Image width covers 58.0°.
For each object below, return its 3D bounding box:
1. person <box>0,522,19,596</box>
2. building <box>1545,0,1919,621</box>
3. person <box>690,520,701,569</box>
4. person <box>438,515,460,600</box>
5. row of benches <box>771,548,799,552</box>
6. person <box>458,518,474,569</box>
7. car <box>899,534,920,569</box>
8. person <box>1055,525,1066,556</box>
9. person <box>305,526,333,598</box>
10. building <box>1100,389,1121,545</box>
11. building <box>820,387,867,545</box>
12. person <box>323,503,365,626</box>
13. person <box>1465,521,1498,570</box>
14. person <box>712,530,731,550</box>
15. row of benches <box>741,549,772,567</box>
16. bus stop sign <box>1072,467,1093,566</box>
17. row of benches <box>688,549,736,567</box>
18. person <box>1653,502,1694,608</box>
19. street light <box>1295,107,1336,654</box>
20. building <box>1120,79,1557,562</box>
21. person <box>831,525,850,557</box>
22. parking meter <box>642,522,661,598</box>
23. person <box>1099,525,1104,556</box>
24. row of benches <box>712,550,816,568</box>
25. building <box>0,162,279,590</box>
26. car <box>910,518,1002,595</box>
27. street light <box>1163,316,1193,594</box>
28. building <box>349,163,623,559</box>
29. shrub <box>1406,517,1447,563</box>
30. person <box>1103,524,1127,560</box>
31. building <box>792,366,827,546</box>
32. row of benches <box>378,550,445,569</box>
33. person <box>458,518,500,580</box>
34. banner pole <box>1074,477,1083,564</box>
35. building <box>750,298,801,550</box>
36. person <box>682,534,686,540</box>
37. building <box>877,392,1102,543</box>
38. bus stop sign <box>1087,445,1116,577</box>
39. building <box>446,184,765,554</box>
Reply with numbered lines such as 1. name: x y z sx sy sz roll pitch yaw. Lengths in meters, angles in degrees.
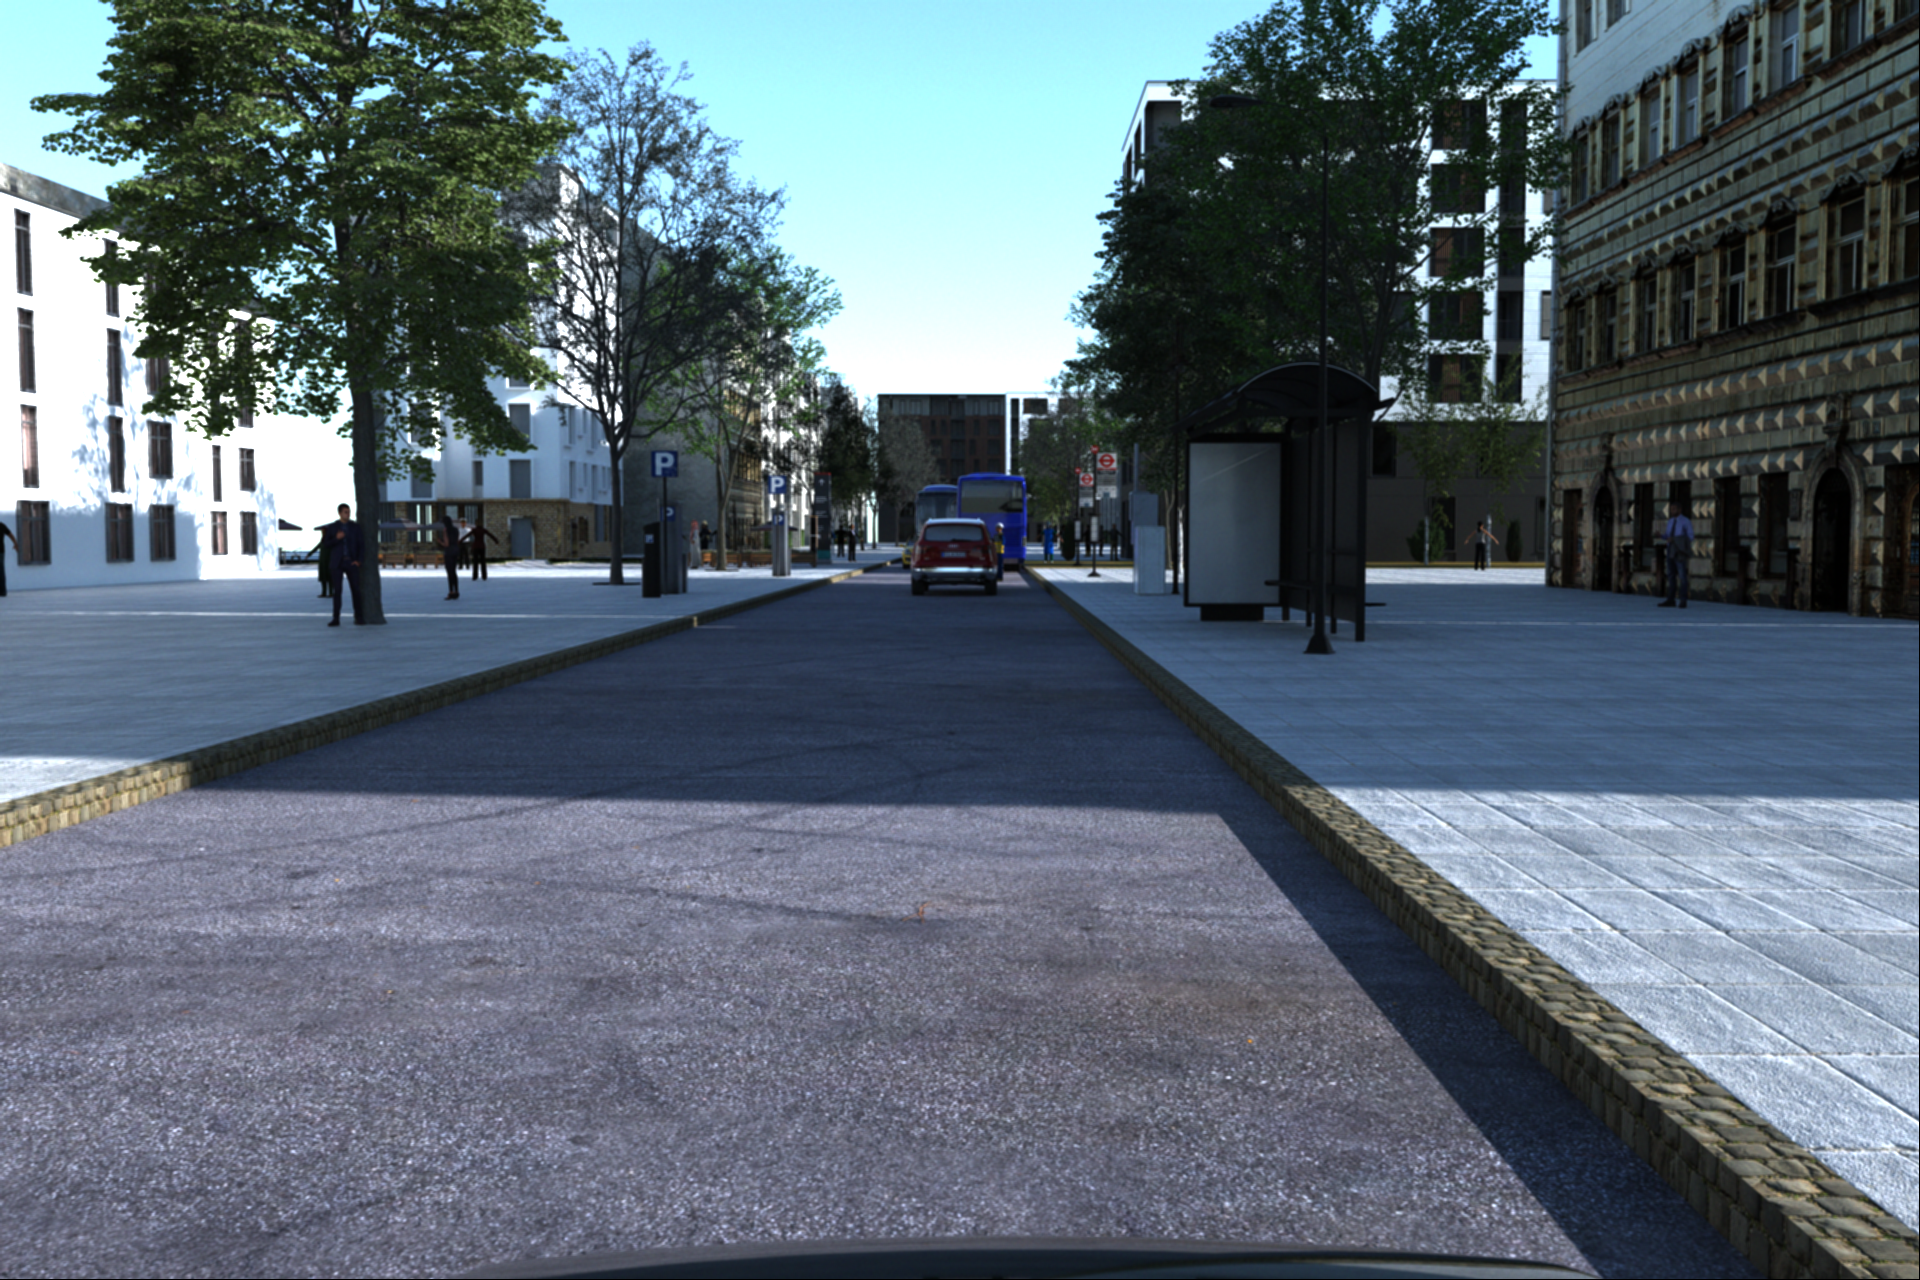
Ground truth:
1. person: -19.843 -1.796 35.590 0.705 1.803 1.348 1 4 16
2. building: 23.312 -12.311 32.214 19.493 23.208 18.063 0 4 1
3. person: -9.801 -3.527 63.812 0.704 1.811 1.347 -1 4 -11
4. person: -10.009 -1.615 33.920 0.415 1.643 0.593 -1 4 -20
5. row of benches: -7.851 -3.730 76.453 1.422 0.672 4.104 0 4 7
6. person: -17.968 -3.480 62.694 1.343 1.855 0.704 0 4 -5
7. car: -1.500 -3.796 72.292 2.015 1.641 3.980 0 4 1
8. person: 6.000 -5.721 99.679 1.345 1.843 0.704 -2 4 -30
9. person: -12.855 -1.576 34.986 0.989 1.438 0.599 2 4 29
10. building: 27.194 -21.549 218.781 16.747 18.905 31.486 0 4 1
11. building: -21.458 -21.850 223.706 16.747 18.905 31.486 0 4 1
12. person: -8.614 -1.057 24.244 0.541 1.710 0.530 -1 4 -9
13. person: 18.421 -3.328 61.220 1.217 1.737 0.721 3 4 38
14. person: -13.326 -5.477 95.772 1.346 1.802 0.704 0 4 5
15. row of benches: -8.116 -3.354 70.293 1.422 0.672 4.104 1 4 9
16. bus stop sign: 4.940 -4.935 69.396 0.855 3.939 0.416 0 4 1
17. row of benches: -9.995 -3.346 70.176 1.422 0.672 4.104 1 4 12
18. person: 12.371 -1.482 30.135 0.599 1.838 0.709 -1 4 -22
19. street light: 4.413 -2.809 18.462 1.470 5.913 1.316 0 4 1
20. building: 22.570 -15.329 94.600 27.936 21.610 32.646 0 4 1
21. person: -6.709 -5.584 97.478 1.347 1.806 0.705 -1 4 -12
22. parking meter: -6.244 -1.628 35.023 0.372 1.533 0.369 0 3 0
23. person: 8.189 -5.738 99.947 0.705 1.813 1.348 0 4 -2
24. row of benches: -7.402 -3.100 66.154 4.104 0.672 1.422 -1 4 -12
25. building: -25.895 -6.554 49.301 9.099 9.664 28.070 0 4 1
26. car: -0.110 -2.047 42.142 2.281 1.827 5.304 0 4 1
27. street light: 4.624 -3.926 36.981 0.468 5.910 1.993 0 4 0
28. building: -25.072 -14.274 89.804 16.016 20.090 11.380 0 3 0
29. shrub: 20.556 -4.423 76.359 1.661 2.075 1.752 0 3 0
30. person: 7.562 -4.805 84.832 1.348 1.796 0.705 -1 4 -23
31. building: -24.634 -19.799 190.175 16.747 18.905 31.486 0 4 2
32. row of benches: -21.005 -3.036 65.101 4.104 0.672 1.422 1 4 22
33. person: -13.379 -2.527 48.129 1.215 1.729 0.721 -2 4 -29
34. banner pole: 5.157 -5.203 75.078 0.401 3.779 0.863 0 4 0
35. building: -23.088 -16.880 142.441 16.747 18.905 31.486 0 4 0
36. person: -16.429 -5.852 101.609 0.705 1.837 1.347 1 4 17
37. building: 4.044 -25.370 261.232 32.646 21.610 27.936 0 4 -2
38. bus stop sign: 4.259 -3.871 51.995 0.855 3.939 0.416 0 4 1
39. building: -23.810 -17.526 117.471 19.493 23.208 18.063 0 4 1
